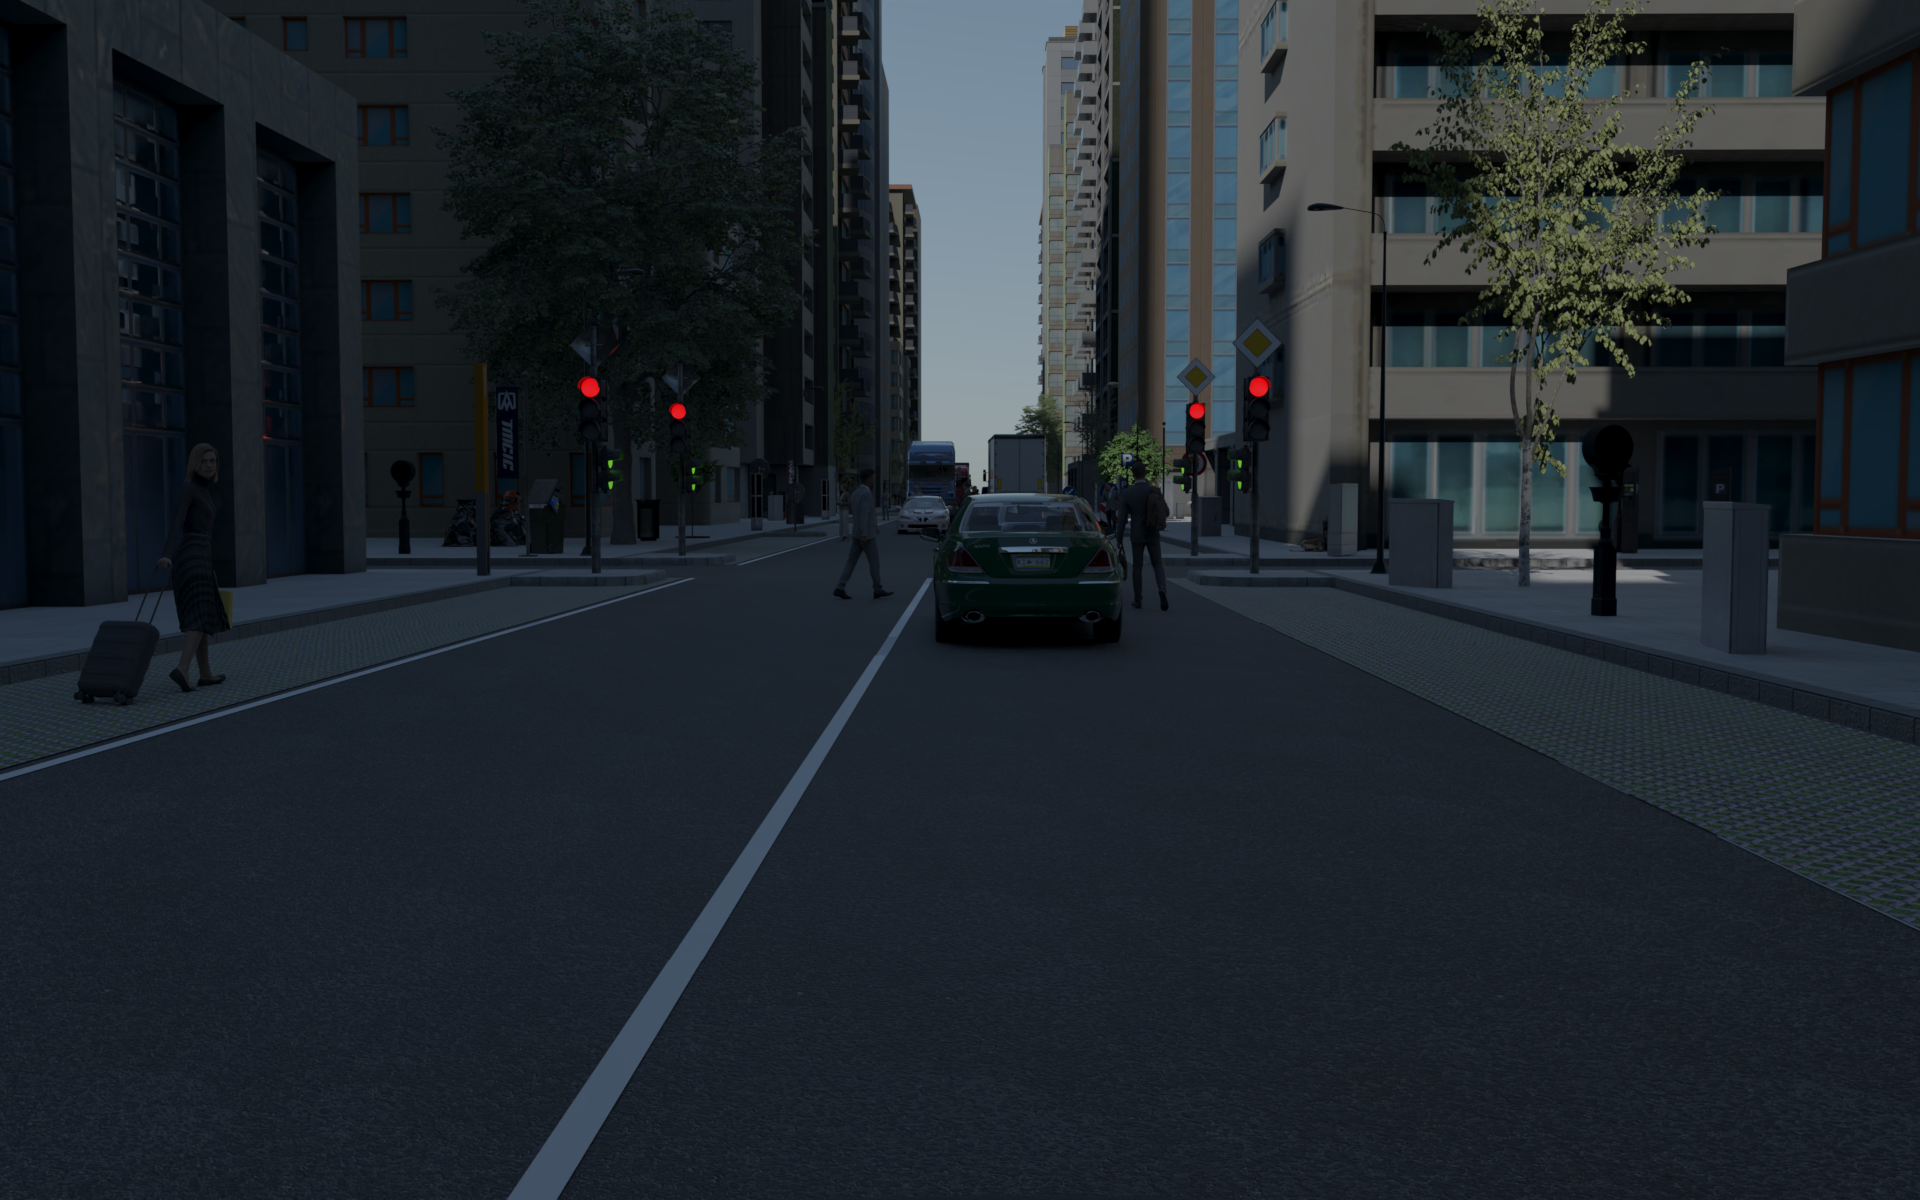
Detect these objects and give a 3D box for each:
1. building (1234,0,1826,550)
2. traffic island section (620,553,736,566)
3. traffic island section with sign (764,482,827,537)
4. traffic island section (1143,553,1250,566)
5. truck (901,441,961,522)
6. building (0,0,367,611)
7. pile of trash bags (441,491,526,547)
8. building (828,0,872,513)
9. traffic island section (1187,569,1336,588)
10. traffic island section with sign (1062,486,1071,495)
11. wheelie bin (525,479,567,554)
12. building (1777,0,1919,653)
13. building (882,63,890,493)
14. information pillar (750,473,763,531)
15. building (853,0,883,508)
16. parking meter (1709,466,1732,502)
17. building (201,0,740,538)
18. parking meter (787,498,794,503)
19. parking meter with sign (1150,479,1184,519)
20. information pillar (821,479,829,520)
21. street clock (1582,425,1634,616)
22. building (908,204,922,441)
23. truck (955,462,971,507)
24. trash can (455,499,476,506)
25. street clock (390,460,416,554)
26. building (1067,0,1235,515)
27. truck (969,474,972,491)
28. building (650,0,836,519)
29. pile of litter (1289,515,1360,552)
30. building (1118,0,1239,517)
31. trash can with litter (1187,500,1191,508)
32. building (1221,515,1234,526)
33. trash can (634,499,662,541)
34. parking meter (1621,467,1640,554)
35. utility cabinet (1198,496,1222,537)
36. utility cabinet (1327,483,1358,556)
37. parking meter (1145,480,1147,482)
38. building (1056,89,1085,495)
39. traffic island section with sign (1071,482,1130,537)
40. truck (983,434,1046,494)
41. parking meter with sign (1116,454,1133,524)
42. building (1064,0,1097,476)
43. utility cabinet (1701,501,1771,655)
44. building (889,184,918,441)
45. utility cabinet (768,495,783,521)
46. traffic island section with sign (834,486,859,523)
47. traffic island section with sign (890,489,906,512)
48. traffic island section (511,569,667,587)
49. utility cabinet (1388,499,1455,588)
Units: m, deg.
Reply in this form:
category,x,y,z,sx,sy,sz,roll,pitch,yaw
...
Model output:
category,x,y,z,sx,sy,sz,roll,pitch,yaw
building,19.059,-25.981,48.487,21.600,48.544,21.300,0,4,1
traffic island section,-5.807,-0.844,36.083,2.009,0.180,2.903,0,4,1
traffic island section with sign,-5.513,-3.032,58.206,1.989,1.847,2.006,0,4,1
traffic island section,4.883,-0.835,35.930,2.009,0.180,2.903,0,4,1
truck,-1.479,-6.363,93.799,2.967,4.110,18.799,0,4,0
building,-25.471,-42.962,15.095,31.000,86.520,22.319,0,4,1
pile of trash bags,-11.691,-2.067,43.541,1.912,1.369,3.447,0,4,2
building,-17.903,-28.778,125.151,22.147,44.769,28.867,0,4,1
traffic island section,4.772,-0.346,27.945,2.009,0.180,2.903,0,4,1
traffic island section with sign,5.244,-4.702,85.507,1.989,1.847,2.006,0,4,1
wheelie bin,-8.910,-1.796,37.273,0.980,1.594,0.693,2,4,29
building,21.424,-9.556,1.279,27.650,21.520,28.899,0,4,1
building,-14.411,-32.098,174.909,14.600,45.320,14.200,0,4,1
information pillar,-7.154,-3.451,60.916,0.304,2.012,0.304,-3,5,-41
building,-18.188,-37.394,153.390,21.231,58.520,28.212,0,4,1
parking meter,16.081,-1.893,36.658,0.399,1.863,0.255,2,4,32
building,-24.103,-13.424,64.524,27.650,21.520,28.899,0,4,1
parking meter,-8.030,-4.501,82.005,0.372,1.533,0.369,0,3,0
parking meter with sign,10.511,-5.611,88.002,1.738,3.016,0.543,-1,4,-9
information pillar,-6.755,-5.044,86.965,0.304,2.012,0.304,1,4,20
street clock,6.789,-0.834,18.204,0.471,2.002,0.358,-1,4,-14
building,-12.949,-37.300,259.959,14.600,45.320,14.200,0,4,1
truck,-0.392,-10.195,155.608,2.839,4.237,11.283,0,4,0
trash can,-13.122,-2.125,46.392,0.748,1.137,0.748,0,3,0
street clock,-11.893,-1.985,37.032,0.471,2.002,0.358,1,4,8
building,18.846,-42.245,128.963,20.563,71.187,20.611,0,4,1
truck,0.325,-15.847,248.005,2.839,4.237,11.283,0,4,0
building,-14.459,-19.759,94.762,14.160,30.474,14.107,0,4,1
pile of litter,8.176,-1.519,38.808,1.719,0.858,1.176,0,4,-2
building,16.869,-27.649,102.177,14.600,45.320,14.200,0,4,1
trash can with litter,11.118,-4.251,80.884,0.624,1.170,1.055,3,4,36
building,21.009,-38.408,66.222,20.563,71.187,20.611,0,4,1
trash can,-8.532,-2.186,47.399,0.748,1.137,0.748,0,3,0
parking meter,14.484,-1.939,37.414,0.255,1.863,0.399,3,4,36
utility cabinet,7.539,-2.532,52.564,0.306,1.237,1.020,3,5,44
utility cabinet,7.928,-1.666,35.913,0.318,1.500,1.173,2,4,28
parking meter,7.793,-4.185,74.130,0.399,1.863,0.255,2,4,35
building,17.568,-30.246,178.110,14.154,41.232,14.086,0,4,1
traffic island section with sign,4.872,-3.054,58.554,1.989,1.847,2.006,0,4,1
truck,2.690,-5.966,86.462,2.839,4.237,11.283,0,4,-1
parking meter with sign,7.105,-4.852,75.589,0.543,3.016,1.738,0,4,-7
building,21.641,-32.751,155.088,23.786,49.044,30.456,0,4,1
utility cabinet,6.411,-0.194,14.327,0.306,1.237,1.020,1,4,11
building,-17.167,-35.713,238.539,22.147,44.769,28.867,0,4,1
utility cabinet,-8.863,-4.405,83.182,0.306,1.237,1.020,1,4,22
traffic island section with sign,-5.129,-4.681,85.159,1.989,1.847,2.006,0,4,1
traffic island section with sign,-4.434,-7.767,135.622,1.989,1.847,2.006,0,4,1
traffic island section,-5.918,-0.356,28.098,2.009,0.180,2.903,0,4,1
utility cabinet,6.390,-0.786,24.005,0.306,1.237,1.020,-2,4,-26
